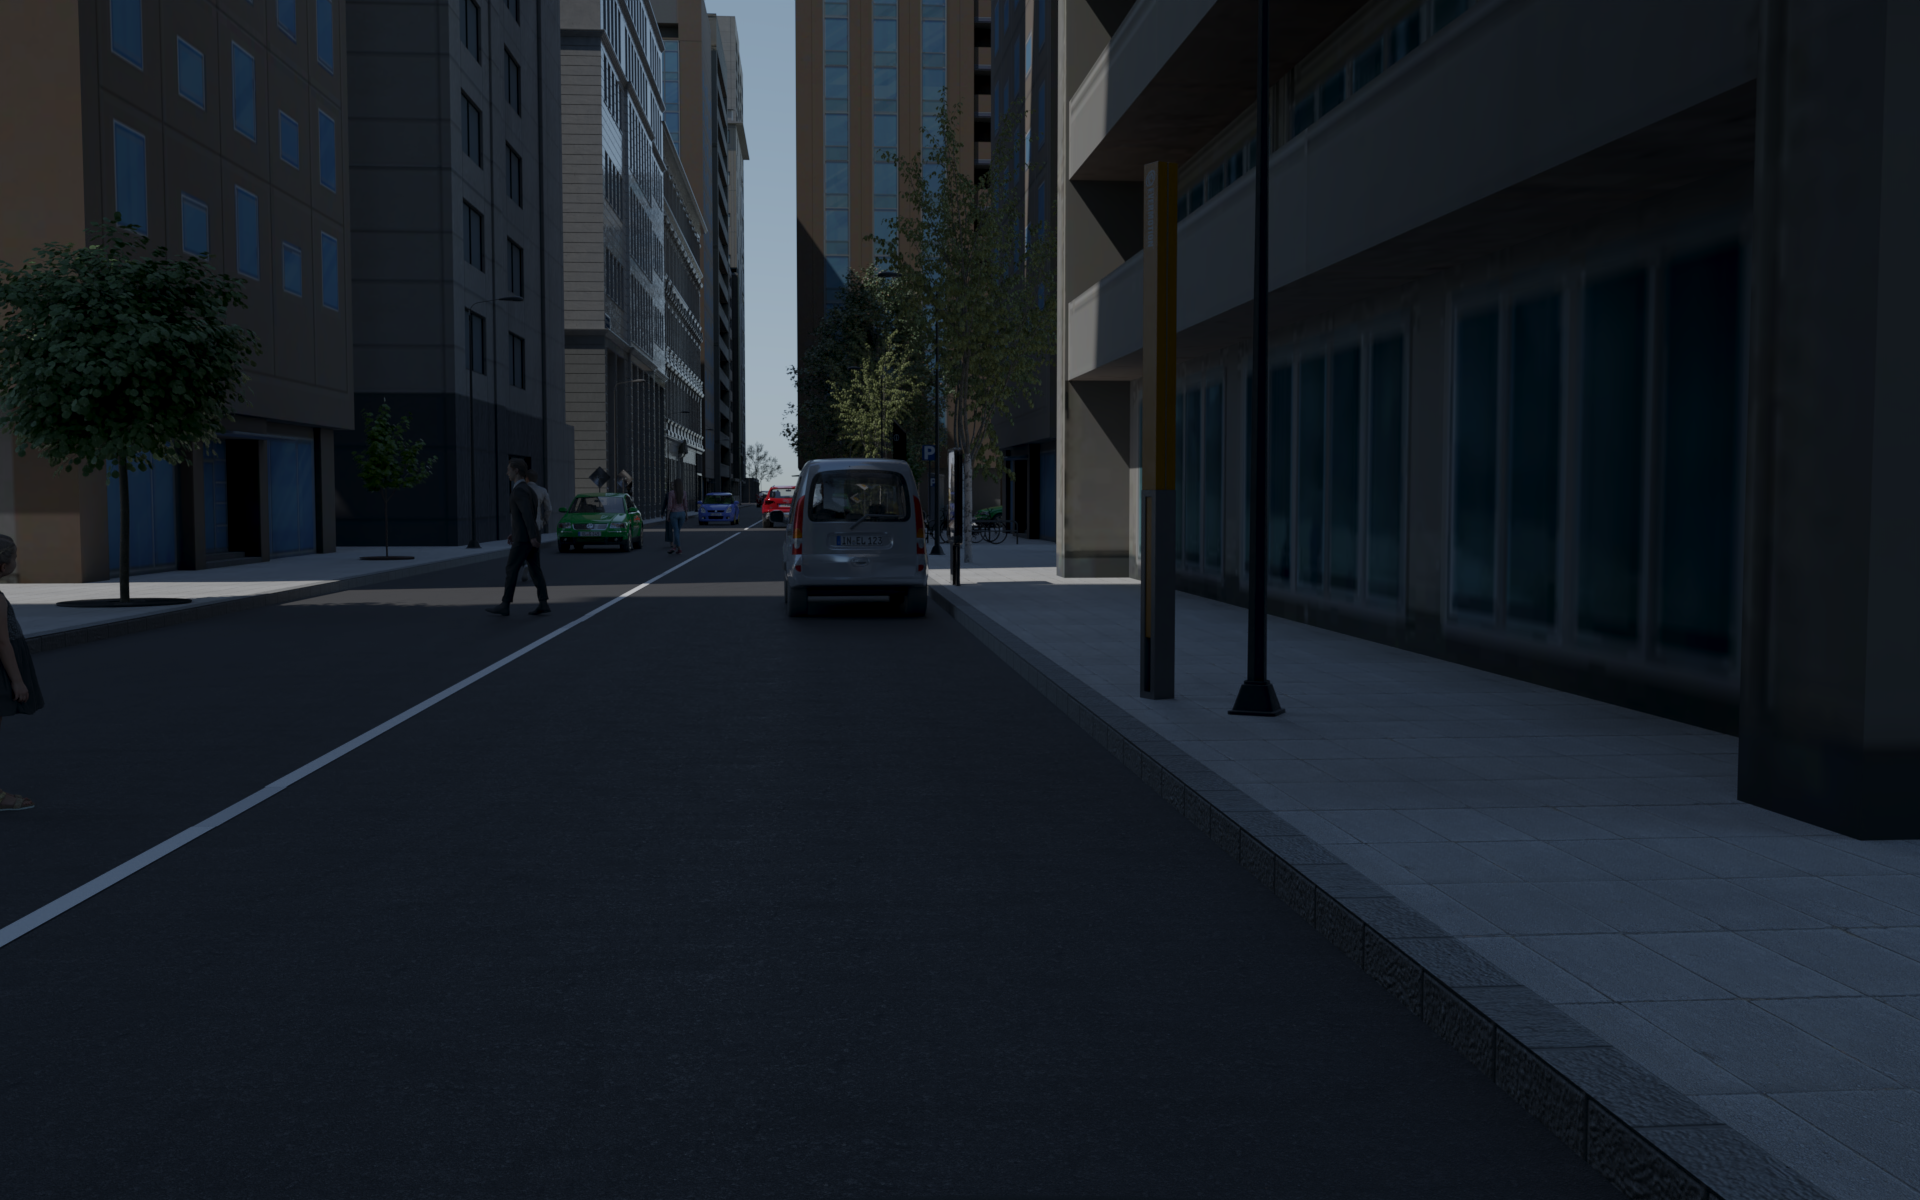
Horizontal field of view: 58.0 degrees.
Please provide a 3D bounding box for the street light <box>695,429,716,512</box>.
[{"bbox_3d":[-18.226,-9.221,123.297,1.470,5.913,1.316,0,4,-5],"label":"street light"}]

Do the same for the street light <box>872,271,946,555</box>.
[{"bbox_3d":[-1.022,-3.903,36.351,1.470,5.913,1.316,0,4,-5],"label":"street light"}]

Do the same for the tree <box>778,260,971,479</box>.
[{"bbox_3d":[-4.112,-10.262,84.795,9.611,12.733,9.660,0,3,0],"label":"tree"}]

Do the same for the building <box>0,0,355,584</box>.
[{"bbox_3d":[-19.687,-23.206,29.533,14.600,45.320,14.200,0,4,-5],"label":"building"}]

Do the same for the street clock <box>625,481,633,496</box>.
[{"bbox_3d":[-13.680,-4.099,71.582,0.358,2.002,0.471,0,4,-1],"label":"street clock"}]

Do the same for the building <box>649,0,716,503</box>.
[{"bbox_3d":[-28.909,-30.641,151.084,14.600,45.320,14.200,0,4,-5],"label":"building"}]

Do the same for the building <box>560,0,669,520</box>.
[{"bbox_3d":[-20.970,-18.723,83.619,11.434,29.767,29.804,0,4,-5],"label":"building"}]

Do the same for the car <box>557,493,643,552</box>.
[{"bbox_3d":[-9.106,-2.152,43.986,1.959,1.807,4.718,0,4,-5],"label":"car"}]

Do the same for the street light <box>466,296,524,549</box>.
[{"bbox_3d":[-10.939,-4.172,40.748,1.470,5.913,1.316,0,4,-5],"label":"street light"}]

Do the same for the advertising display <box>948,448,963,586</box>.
[{"bbox_3d":[-0.070,-1.181,24.516,0.123,1.923,0.974,0,4,-6],"label":"advertising display"}]

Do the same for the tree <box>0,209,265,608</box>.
[{"bbox_3d":[-9.801,-2.221,20.033,4.285,4.588,4.351,0,3,0],"label":"tree"}]

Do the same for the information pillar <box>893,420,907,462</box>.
[{"bbox_3d":[-1.909,-3.868,54.590,0.504,3.616,0.183,2,4,34],"label":"information pillar"}]

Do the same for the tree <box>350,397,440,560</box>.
[{"bbox_3d":[-11.275,-2.394,33.742,1.663,3.219,1.824,0,3,0],"label":"tree"}]

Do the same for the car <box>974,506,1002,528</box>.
[{"bbox_3d":[2.902,-3.703,69.334,4.718,1.807,1.959,0,4,-6],"label":"car"}]

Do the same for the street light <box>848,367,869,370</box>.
[{"bbox_3d":[-3.396,-5.550,63.277,1.470,5.913,1.316,0,4,-5],"label":"street light"}]

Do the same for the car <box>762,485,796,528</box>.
[{"bbox_3d":[-7.382,-4.022,74.435,2.281,1.827,5.304,0,4,-3],"label":"car"}]

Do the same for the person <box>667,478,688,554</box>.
[{"bbox_3d":[-6.742,-2.013,41.415,0.555,1.821,0.388,-3,5,-43],"label":"person"}]

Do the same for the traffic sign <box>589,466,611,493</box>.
[{"bbox_3d":[-12.996,-3.601,62.517,0.795,2.450,0.064,0,4,-5],"label":"traffic sign"}]

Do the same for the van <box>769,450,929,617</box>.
[{"bbox_3d":[-1.370,-0.898,21.687,2.013,2.044,4.112,0,4,-7],"label":"van"}]

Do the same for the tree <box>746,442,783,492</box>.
[{"bbox_3d":[-34.915,-22.484,302.017,8.767,10.594,7.601,0,4,-4],"label":"tree"}]

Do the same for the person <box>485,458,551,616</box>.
[{"bbox_3d":[-5.218,-0.744,20.443,0.755,1.850,0.659,0,4,5],"label":"person"}]

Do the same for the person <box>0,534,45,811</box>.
[{"bbox_3d":[-4.386,0.321,7.915,0.373,1.253,0.362,-3,4,-37],"label":"person"}]

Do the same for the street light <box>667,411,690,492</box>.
[{"bbox_3d":[-15.784,-7.606,96.906,1.470,5.913,1.316,0,4,-5],"label":"street light"}]

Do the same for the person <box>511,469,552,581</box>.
[{"bbox_3d":[-7.080,-1.241,28.637,0.661,1.843,0.795,-1,4,-17],"label":"person"}]

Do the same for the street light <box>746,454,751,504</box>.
[{"bbox_3d":[-24.788,-13.876,199.406,1.470,5.913,1.316,0,4,-5],"label":"street light"}]

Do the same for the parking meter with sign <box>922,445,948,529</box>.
[{"bbox_3d":[-0.840,-4.046,62.407,0.543,3.016,1.738,1,4,16],"label":"parking meter with sign"}]

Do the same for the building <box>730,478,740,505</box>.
[{"bbox_3d":[-40.964,-30.558,191.498,32.217,40.220,23.993,0,4,-5],"label":"building"}]

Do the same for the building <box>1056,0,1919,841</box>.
[{"bbox_3d":[13.035,-24.011,16.284,21.300,48.544,21.600,0,4,-5],"label":"building"}]

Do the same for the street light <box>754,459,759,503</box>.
[{"bbox_3d":[-27.370,-15.725,229.642,1.470,5.913,1.316,0,4,-5],"label":"street light"}]

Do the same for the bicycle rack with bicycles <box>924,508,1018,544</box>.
[{"bbox_3d":[0.112,-1.914,44.670,2.925,0.926,2.852,-1,4,-21],"label":"bicycle rack with bicycles"}]

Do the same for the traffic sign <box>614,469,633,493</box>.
[{"bbox_3d":[-13.687,-4.087,70.472,0.795,2.450,0.064,0,4,-5],"label":"traffic sign"}]

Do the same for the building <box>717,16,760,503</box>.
[{"bbox_3d":[-41.656,-50.530,264.410,20.563,71.187,20.611,0,4,-5],"label":"building"}]

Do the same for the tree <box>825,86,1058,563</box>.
[{"bbox_3d":[0.394,-5.002,32.152,4.737,8.622,4.395,0,3,0],"label":"tree"}]

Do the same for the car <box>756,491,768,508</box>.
[{"bbox_3d":[-20.690,-10.809,185.394,2.281,1.827,5.304,0,4,-4],"label":"car"}]

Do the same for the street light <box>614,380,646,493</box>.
[{"bbox_3d":[-13.437,-5.980,70.312,1.470,5.913,1.316,0,4,-5],"label":"street light"}]

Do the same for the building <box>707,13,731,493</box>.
[{"bbox_3d":[-33.724,-33.326,168.579,21.300,48.544,21.600,0,4,-5],"label":"building"}]

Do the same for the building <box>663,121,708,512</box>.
[{"bbox_3d":[-27.172,-21.021,120.116,17.030,29.872,44.131,0,4,-5],"label":"building"}]

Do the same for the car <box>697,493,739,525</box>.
[{"bbox_3d":[-11.274,-4.368,81.013,1.945,1.707,3.694,0,4,-3],"label":"car"}]

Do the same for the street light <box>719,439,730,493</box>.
[{"bbox_3d":[-20.217,-10.644,146.569,1.470,5.913,1.316,0,4,-5],"label":"street light"}]

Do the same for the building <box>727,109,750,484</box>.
[{"bbox_3d":[-43.835,-39.807,240.084,28.713,52.752,27.495,0,4,-5],"label":"building"}]

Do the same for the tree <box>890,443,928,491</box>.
[{"bbox_3d":[-1.842,-3.936,58.955,1.663,3.219,1.824,0,3,0],"label":"tree"}]

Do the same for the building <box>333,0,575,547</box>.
[{"bbox_3d":[-23.301,-37.385,49.504,20.611,71.187,20.563,0,4,-5],"label":"building"}]

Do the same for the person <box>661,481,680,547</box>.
[{"bbox_3d":[-7.792,-2.324,46.912,0.576,1.772,0.534,-1,4,-19],"label":"person"}]

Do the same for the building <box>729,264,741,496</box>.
[{"bbox_3d":[-34.171,-26.897,211.469,14.160,30.474,14.107,0,4,-5],"label":"building"}]

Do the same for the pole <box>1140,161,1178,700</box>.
[{"bbox_3d":[1.240,-1.036,10.788,0.158,3.312,0.155,0,3,0],"label":"pole"}]

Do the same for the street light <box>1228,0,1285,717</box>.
[{"bbox_3d":[1.196,-2.286,9.917,1.470,5.913,1.316,0,4,-5],"label":"street light"}]

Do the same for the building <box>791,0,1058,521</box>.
[{"bbox_3d":[-2.464,-27.488,99.537,14.600,45.320,14.200,0,4,-5],"label":"building"}]

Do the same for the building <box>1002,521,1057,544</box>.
[{"bbox_3d":[8.499,-24.436,49.636,14.600,45.320,14.200,0,4,-5],"label":"building"}]

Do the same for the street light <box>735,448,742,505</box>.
[{"bbox_3d":[-22.449,-12.259,172.979,1.470,5.913,1.316,0,4,-5],"label":"street light"}]
